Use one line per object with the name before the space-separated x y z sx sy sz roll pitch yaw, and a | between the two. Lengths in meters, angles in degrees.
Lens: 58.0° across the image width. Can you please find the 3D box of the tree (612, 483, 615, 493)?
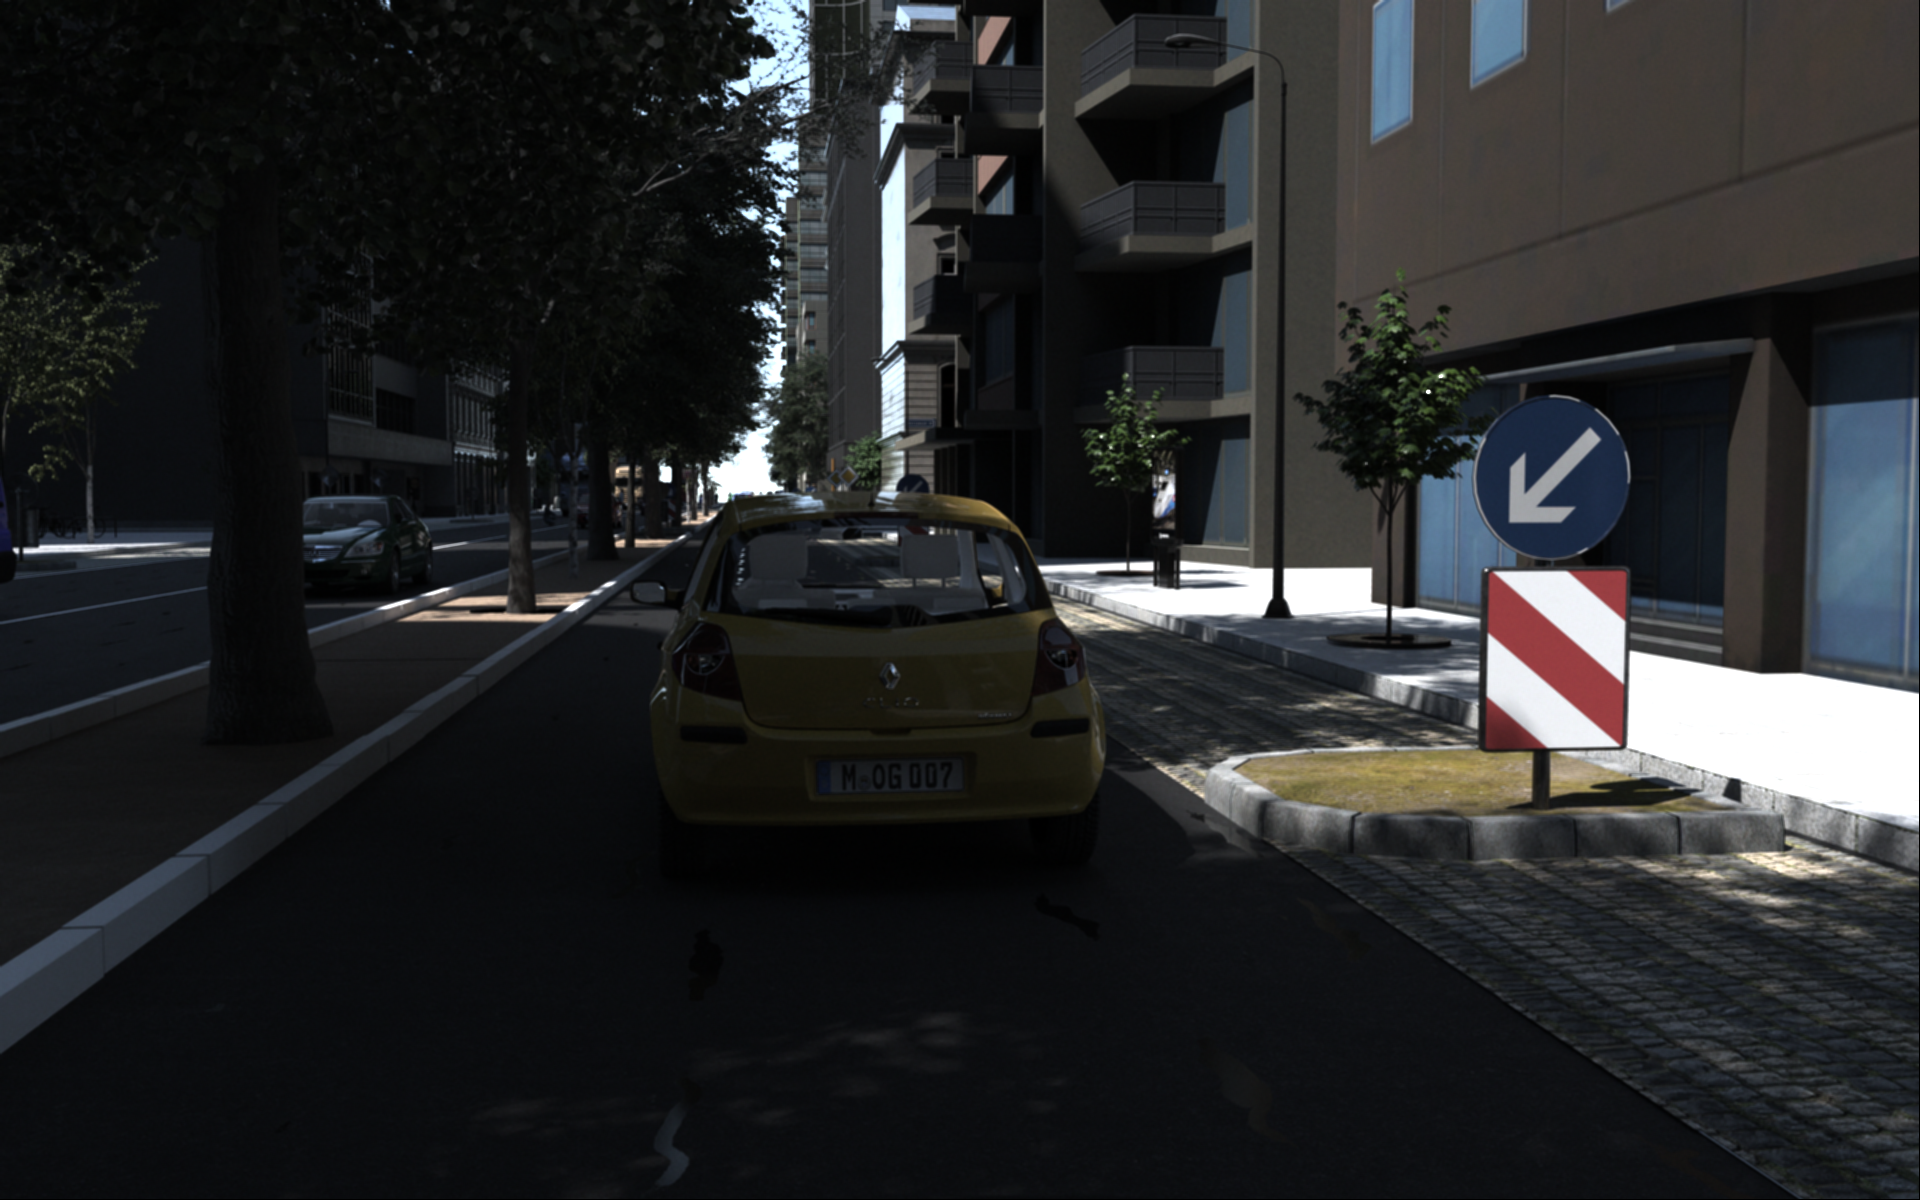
tree | -42.670 -13.480 214.999 1.663 3.219 1.824 0 3 0

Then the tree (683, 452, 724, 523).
tree | -13.335 -8.076 84.860 4.360 8.622 3.978 0 3 0

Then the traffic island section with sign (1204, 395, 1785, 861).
traffic island section with sign | 2.175 0.057 7.700 1.989 1.847 2.006 0 4 -7

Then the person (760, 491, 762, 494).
person | -22.512 -11.400 195.615 0.721 1.736 1.217 3 5 42

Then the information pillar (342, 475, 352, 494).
information pillar | -23.366 -3.768 66.096 0.304 2.012 0.304 -1 4 -10

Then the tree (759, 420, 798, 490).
tree | -21.284 -18.847 225.155 9.611 12.733 9.660 0 3 0

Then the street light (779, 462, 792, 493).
street light | -21.707 -15.004 217.850 1.470 5.913 1.316 0 4 -7

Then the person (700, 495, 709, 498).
person | -27.593 -10.896 187.373 1.217 1.736 0.721 -1 4 -8

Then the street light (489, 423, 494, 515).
street light | -28.197 -8.172 106.151 1.470 5.913 1.316 0 4 -7

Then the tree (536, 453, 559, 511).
tree | -32.352 -9.074 132.070 4.285 4.588 4.351 0 3 0

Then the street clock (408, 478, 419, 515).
street clock | -25.225 -4.612 79.975 0.358 2.002 0.471 3 5 41

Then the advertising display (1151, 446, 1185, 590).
advertising display | 2.823 -1.125 23.614 0.123 1.923 0.974 -1 4 -14

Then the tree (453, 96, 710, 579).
tree | -6.555 -4.663 29.059 4.737 8.622 4.395 0 3 0

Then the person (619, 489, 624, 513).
person | -25.546 -7.464 130.795 0.793 1.790 0.793 -1 4 -19

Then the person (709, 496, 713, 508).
person | -25.912 -10.490 180.026 0.705 1.821 1.348 0 4 4

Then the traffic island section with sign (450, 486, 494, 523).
traffic island section with sign | -24.450 -4.786 86.874 1.989 1.847 2.006 0 4 -7

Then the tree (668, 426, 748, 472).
tree | -20.101 -12.693 135.740 9.928 11.665 9.643 0 3 0

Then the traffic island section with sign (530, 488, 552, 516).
traffic island section with sign | -27.737 -6.431 113.781 1.989 1.847 2.006 0 4 -7

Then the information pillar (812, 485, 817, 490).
information pillar | -11.161 -7.853 132.882 0.304 2.012 0.304 -3 5 -42

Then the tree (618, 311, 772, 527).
tree | -11.643 -9.209 71.146 7.486 12.596 7.792 0 3 0

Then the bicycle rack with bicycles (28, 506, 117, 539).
bicycle rack with bicycles | -26.216 -2.269 50.478 2.852 0.926 2.925 1 4 13

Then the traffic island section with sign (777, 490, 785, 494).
traffic island section with sign | -11.136 -6.607 116.648 1.989 1.847 2.006 0 4 -7

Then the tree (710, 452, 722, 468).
tree | -17.642 -10.146 118.710 4.737 8.622 4.395 0 3 0

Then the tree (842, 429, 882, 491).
tree | -4.197 -6.294 86.620 4.285 4.588 4.351 0 3 0

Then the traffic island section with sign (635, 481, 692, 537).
traffic island section with sign | -10.236 -3.094 58.728 2.006 1.907 1.989 0 4 -7

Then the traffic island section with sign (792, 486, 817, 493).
traffic island section with sign | -7.853 -4.964 89.784 1.989 1.847 2.006 0 4 -7

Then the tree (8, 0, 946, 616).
tree | -5.318 -6.588 20.541 12.009 13.543 11.850 0 3 0

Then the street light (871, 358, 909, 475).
street light | -2.335 -5.298 59.156 1.470 5.913 1.316 0 4 -7

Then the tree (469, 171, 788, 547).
tree | -8.843 -6.663 45.815 8.767 10.594 7.601 0 4 -7

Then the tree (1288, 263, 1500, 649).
tree | 3.663 -1.222 14.581 1.663 3.219 1.824 0 3 0

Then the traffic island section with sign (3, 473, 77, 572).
traffic island section with sign | -17.799 -1.457 32.446 1.989 1.847 2.006 0 4 -7

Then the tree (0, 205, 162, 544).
tree | -22.551 -5.742 44.248 4.737 8.622 4.395 0 3 0

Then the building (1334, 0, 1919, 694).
building | 12.182 -22.211 13.268 14.600 45.320 14.200 0 4 -7

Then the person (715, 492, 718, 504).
person | -35.601 -14.931 253.532 0.541 1.710 0.530 -2 4 -28

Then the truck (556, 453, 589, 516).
truck | -25.280 -7.873 118.475 2.967 4.110 18.799 0 4 -7

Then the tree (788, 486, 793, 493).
tree | -22.494 -14.576 232.924 1.663 3.219 1.824 0 3 0

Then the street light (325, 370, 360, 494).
street light | -23.200 -5.656 65.019 1.470 5.913 1.316 0 4 -7

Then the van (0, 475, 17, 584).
van | -12.161 -0.858 18.410 2.240 2.365 5.245 0 4 -6

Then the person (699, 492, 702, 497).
person | -40.482 -15.938 269.602 0.721 1.766 1.217 0 4 -5

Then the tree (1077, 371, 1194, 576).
tree | 2.604 -2.012 27.491 1.663 3.219 1.824 0 3 0

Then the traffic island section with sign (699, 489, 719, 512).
traffic island section with sign | -20.251 -8.106 140.666 2.006 1.907 1.989 0 4 -7

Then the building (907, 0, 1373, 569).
building | 10.232 -23.738 42.745 22.147 44.769 28.867 0 4 -7

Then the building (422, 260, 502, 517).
building | -33.386 -15.510 102.734 9.793 20.994 18.267 0 4 -7

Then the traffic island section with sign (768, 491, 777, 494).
traffic island section with sign | -17.141 -9.612 165.790 1.989 1.847 2.006 0 4 -7

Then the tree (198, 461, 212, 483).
tree | -22.351 -3.607 53.582 1.663 3.219 1.824 0 3 0

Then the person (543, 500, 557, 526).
person | -18.354 -3.905 77.845 0.738 1.151 1.012 0 4 -3

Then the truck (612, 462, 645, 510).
truck | -29.300 -10.193 155.561 2.839 4.237 11.283 0 4 -5

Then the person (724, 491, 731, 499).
person | -24.274 -10.614 182.754 1.217 1.735 0.721 1 4 12

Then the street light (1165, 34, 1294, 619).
street light | 2.763 -2.765 17.744 1.470 5.913 1.316 0 4 -7

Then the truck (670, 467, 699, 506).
truck | -28.318 -11.606 178.663 2.839 4.237 11.283 0 4 -8

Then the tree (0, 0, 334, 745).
tree | -4.017 -6.145 9.591 9.857 13.997 8.962 0 3 0

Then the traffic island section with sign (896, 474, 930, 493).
traffic island section with sign | -1.120 -1.595 34.710 1.989 1.847 2.006 0 4 -7

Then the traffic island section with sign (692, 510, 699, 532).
traffic island section with sign | -11.125 -3.544 66.082 2.006 1.907 1.989 0 4 -7

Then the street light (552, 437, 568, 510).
street light | -32.492 -10.285 140.707 1.470 5.913 1.316 0 4 -7

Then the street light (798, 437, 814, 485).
street light | -12.579 -10.354 141.837 1.470 5.913 1.316 0 4 -7

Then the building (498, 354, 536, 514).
building | -35.848 -16.230 120.115 10.420 20.320 16.860 0 4 -7

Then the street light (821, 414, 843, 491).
street light | -7.377 -7.840 100.731 1.470 5.913 1.316 0 4 -7

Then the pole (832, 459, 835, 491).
pole | -7.269 -6.468 99.596 0.158 3.312 0.155 0 3 0
